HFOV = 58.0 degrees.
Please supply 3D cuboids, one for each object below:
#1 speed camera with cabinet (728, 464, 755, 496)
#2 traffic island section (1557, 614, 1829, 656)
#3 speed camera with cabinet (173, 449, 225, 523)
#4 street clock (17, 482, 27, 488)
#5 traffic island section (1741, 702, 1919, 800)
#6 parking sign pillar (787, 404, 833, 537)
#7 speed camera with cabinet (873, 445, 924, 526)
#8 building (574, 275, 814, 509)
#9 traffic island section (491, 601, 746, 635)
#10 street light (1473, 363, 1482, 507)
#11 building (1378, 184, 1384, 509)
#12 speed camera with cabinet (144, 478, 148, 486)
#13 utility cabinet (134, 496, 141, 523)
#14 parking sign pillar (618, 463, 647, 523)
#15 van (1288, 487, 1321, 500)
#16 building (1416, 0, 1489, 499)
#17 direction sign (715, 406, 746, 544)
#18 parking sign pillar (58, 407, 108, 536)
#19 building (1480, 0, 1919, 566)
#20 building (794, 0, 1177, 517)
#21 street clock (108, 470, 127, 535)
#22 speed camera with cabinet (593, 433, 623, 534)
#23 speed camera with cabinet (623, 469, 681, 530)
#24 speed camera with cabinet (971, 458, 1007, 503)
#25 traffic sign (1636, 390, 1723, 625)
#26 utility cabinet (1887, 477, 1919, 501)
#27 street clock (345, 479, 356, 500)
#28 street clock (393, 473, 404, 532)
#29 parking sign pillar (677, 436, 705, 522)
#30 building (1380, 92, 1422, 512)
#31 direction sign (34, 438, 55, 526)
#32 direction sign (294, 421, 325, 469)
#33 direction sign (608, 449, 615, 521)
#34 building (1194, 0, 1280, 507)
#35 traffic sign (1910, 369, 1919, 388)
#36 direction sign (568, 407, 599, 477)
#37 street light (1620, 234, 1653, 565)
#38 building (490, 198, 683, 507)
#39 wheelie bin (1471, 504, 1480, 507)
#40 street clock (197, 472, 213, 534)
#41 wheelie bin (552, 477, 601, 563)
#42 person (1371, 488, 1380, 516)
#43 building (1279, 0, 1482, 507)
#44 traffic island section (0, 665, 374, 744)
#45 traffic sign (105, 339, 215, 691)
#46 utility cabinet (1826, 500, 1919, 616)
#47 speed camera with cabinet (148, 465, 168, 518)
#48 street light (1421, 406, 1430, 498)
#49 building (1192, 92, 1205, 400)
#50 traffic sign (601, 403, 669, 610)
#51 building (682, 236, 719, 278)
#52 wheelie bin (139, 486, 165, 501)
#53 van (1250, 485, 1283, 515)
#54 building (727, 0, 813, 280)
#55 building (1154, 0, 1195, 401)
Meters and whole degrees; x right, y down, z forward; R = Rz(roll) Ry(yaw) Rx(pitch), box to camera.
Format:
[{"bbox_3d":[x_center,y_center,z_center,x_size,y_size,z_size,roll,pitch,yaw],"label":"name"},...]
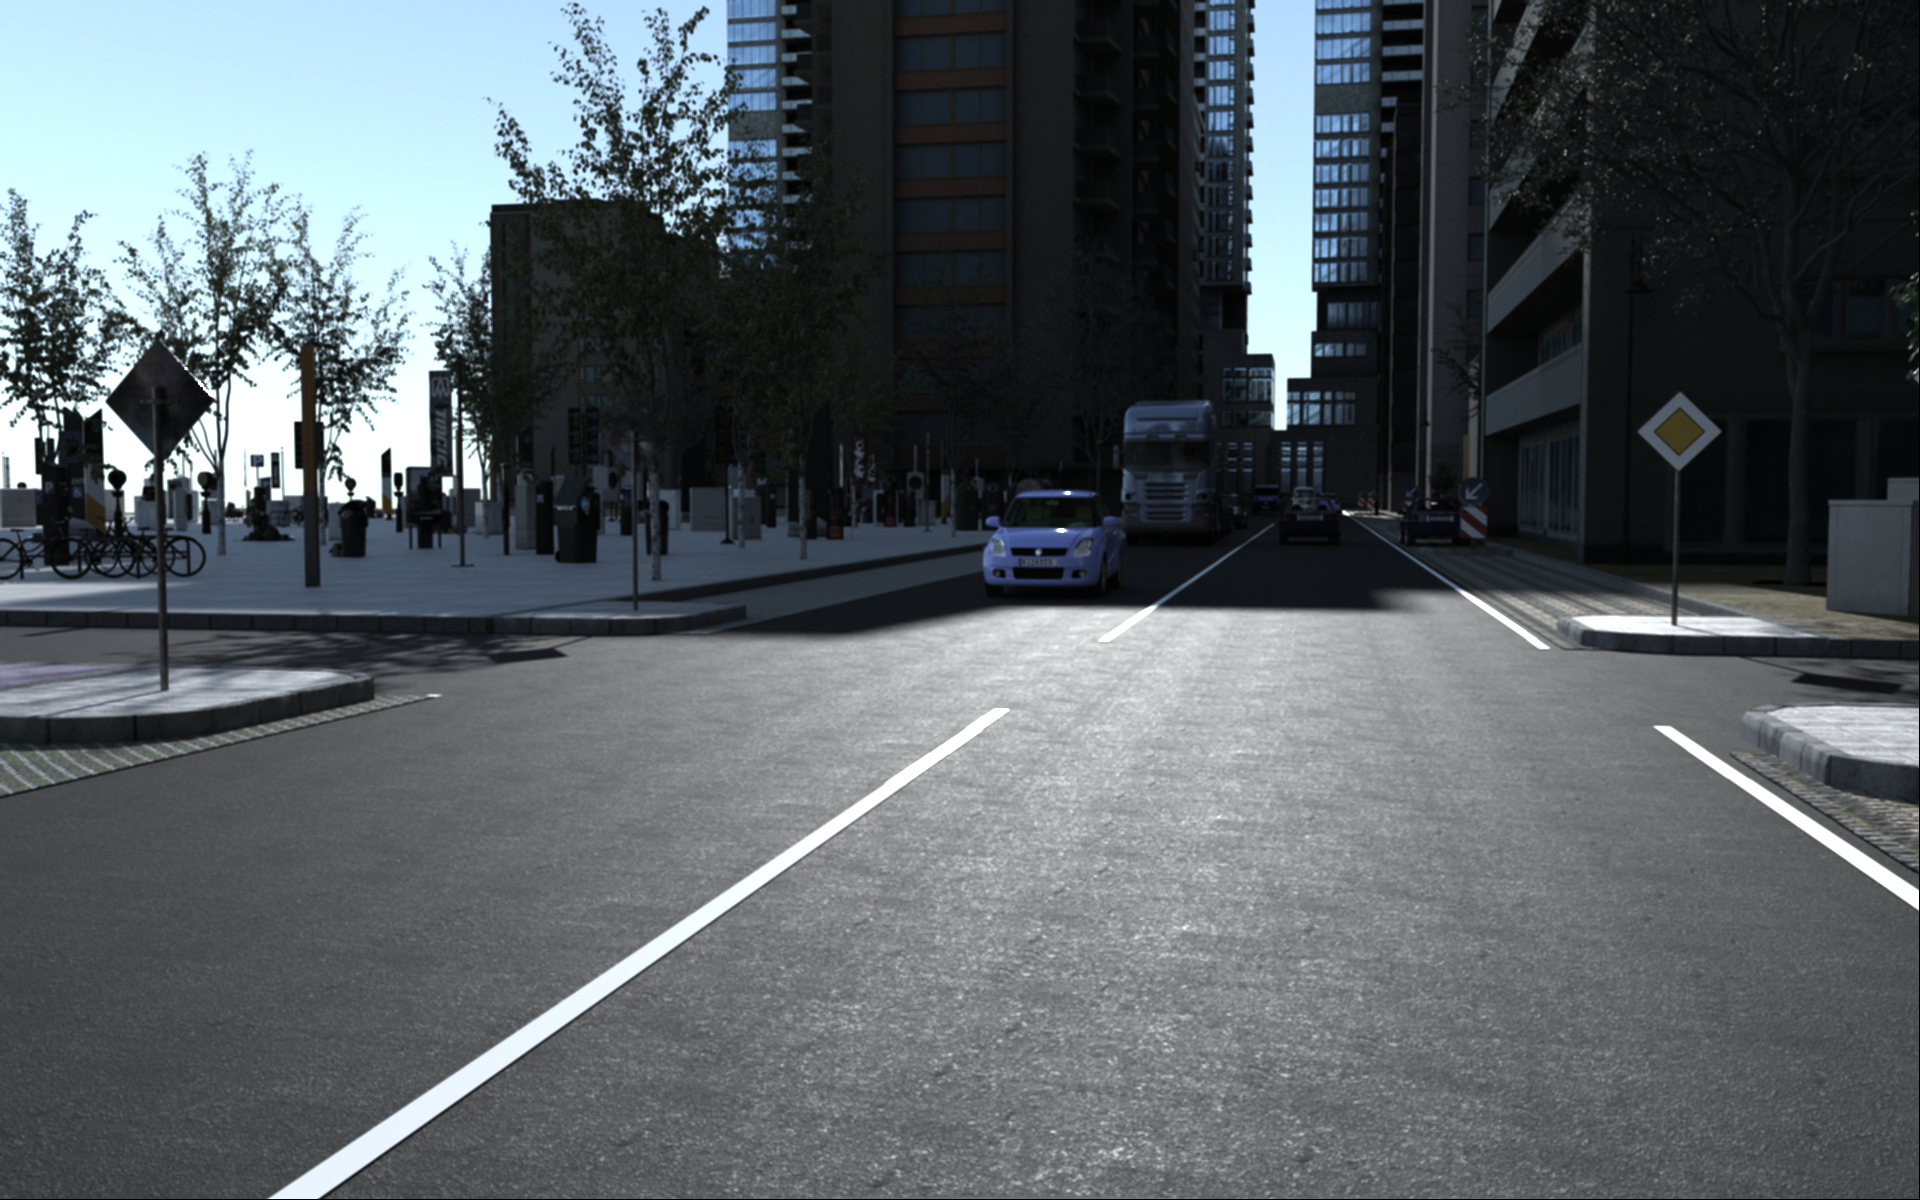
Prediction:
[{"bbox_3d":[-7.427,-3.938,58.730,0.660,3.252,2.038,-1,4,-19],"label":"speed camera with cabinet"},{"bbox_3d":[7.011,0.325,16.959,2.009,0.180,2.903,1,4,12],"label":"traffic island section"},{"bbox_3d":[-33.522,-5.011,76.267,2.038,3.252,0.660,-1,4,-14],"label":"speed camera with cabinet"},{"bbox_3d":[-56.660,-6.122,104.658,0.471,2.002,0.358,0,4,-6],"label":"street clock"},{"bbox_3d":[5.398,0.804,9.138,2.009,0.180,2.903,1,4,12],"label":"traffic island section"},{"bbox_3d":[-4.510,-3.902,52.263,1.447,3.967,1.447,1,4,13],"label":"parking sign pillar"},{"bbox_3d":[-2.479,-4.627,69.984,2.038,3.252,0.660,0,4,1],"label":"speed camera with cabinet"},{"bbox_3d":[-16.703,-19.396,162.165,28.899,21.520,27.650,1,4,12],"label":"building"},{"bbox_3d":[-3.607,0.192,19.146,2.009,0.180,2.903,1,4,12],"label":"traffic island section"},{"bbox_3d":[18.087,-5.356,60.358,0.468,5.910,1.993,1,4,12],"label":"street light"},{"bbox_3d":[41.796,-22.645,141.947,14.160,30.474,14.107,1,4,12],"label":"building"},{"bbox_3d":[-44.216,-6.225,96.115,0.660,3.252,2.038,2,4,28],"label":"speed camera with cabinet"},{"bbox_3d":[-35.693,-3.956,75.843,1.020,1.237,0.306,2,4,24],"label":"utility cabinet"},{"bbox_3d":[-14.464,-5.405,76.844,1.447,3.967,1.447,2,4,29],"label":"parking sign pillar"},{"bbox_3d":[20.780,-5.957,104.409,2.013,2.044,4.112,1,4,12],"label":"van"},{"bbox_3d":[38.663,-34.376,104.044,21.231,58.520,28.212,1,4,12],"label":"building"},{"bbox_3d":[-6.020,-3.224,44.706,0.379,3.537,0.876,2,4,32],"label":"direction sign"},{"bbox_3d":[-26.973,-3.956,53.159,1.447,3.967,1.447,1,4,13],"label":"parking sign pillar"},{"bbox_3d":[24.002,-25.367,38.447,21.300,48.544,21.600,1,4,12],"label":"building"},{"bbox_3d":[1.876,-27.779,108.805,22.147,44.769,28.867,1,4,12],"label":"building"},{"bbox_3d":[-25.521,-2.931,52.491,0.358,2.002,0.471,3,4,37],"label":"street clock"},{"bbox_3d":[-11.638,-3.728,55.296,0.660,3.252,2.038,1,4,16],"label":"speed camera with cabinet"},{"bbox_3d":[-11.129,-4.163,62.406,2.038,3.252,0.660,0,4,4],"label":"speed camera with cabinet"},{"bbox_3d":[1.637,-6.134,94.630,2.038,3.252,0.660,1,4,14],"label":"speed camera with cabinet"},{"bbox_3d":[6.986,-0.810,16.887,0.795,2.450,0.064,1,4,12],"label":"traffic sign"},{"bbox_3d":[12.839,-0.886,23.168,0.318,1.500,1.173,0,4,2],"label":"utility cabinet"},{"bbox_3d":[-28.074,-4.603,79.826,0.471,2.002,0.358,1,4,20],"label":"street clock"},{"bbox_3d":[-18.937,-3.295,58.448,0.358,2.002,0.471,-1,4,-9],"label":"street clock"},{"bbox_3d":[-12.355,-5.570,79.545,1.447,3.967,1.447,-3,5,-43],"label":"parking sign pillar"},{"bbox_3d":[38.699,-21.718,126.794,14.160,30.474,14.107,1,4,12],"label":"building"},{"bbox_3d":[-36.836,-4.758,69.786,0.379,3.537,0.876,2,4,24],"label":"direction sign"},{"bbox_3d":[-20.301,-3.799,54.109,0.876,3.537,0.379,-2,4,-29],"label":"direction sign"},{"bbox_3d":[-16.410,-5.472,81.468,0.379,3.537,0.876,0,4,-1],"label":"direction sign"},{"bbox_3d":[18.325,-53.416,186.030,31.000,86.520,22.319,1,4,12],"label":"building"},{"bbox_3d":[5.373,-0.332,9.066,0.795,2.450,0.064,1,4,12],"label":"traffic sign"},{"bbox_3d":[-9.869,-3.270,45.465,0.876,3.537,0.379,1,4,18],"label":"direction sign"},{"bbox_3d":[11.985,-3.563,31.035,0.468,5.910,1.993,1,4,12],"label":"street light"},{"bbox_3d":[-37.312,-24.563,173.312,14.107,30.474,14.160,1,4,12],"label":"building"},{"bbox_3d":[19.436,-3.458,64.450,0.980,1.594,0.693,3,5,40],"label":"wheelie bin"},{"bbox_3d":[-24.419,-3.150,56.080,0.471,2.002,0.358,2,4,25],"label":"street clock"},{"bbox_3d":[-7.189,-1.503,32.478,0.980,1.594,0.693,2,4,33],"label":"wheelie bin"},{"bbox_3d":[27.516,-6.483,114.515,0.705,1.823,1.348,0,4,-8],"label":"person"},{"bbox_3d":[48.702,-53.039,179.854,31.000,86.520,22.319,1,4,12],"label":"building"},{"bbox_3d":[-5.220,0.670,11.325,2.009,0.180,2.903,1,4,12],"label":"traffic island section"},{"bbox_3d":[-5.195,-0.466,11.258,0.795,2.450,0.064,1,4,12],"label":"traffic sign"},{"bbox_3d":[9.912,-0.462,18.708,0.306,1.237,1.020,-2,4,-25],"label":"utility cabinet"},{"bbox_3d":[-42.920,-6.108,94.195,2.038,3.252,0.660,1,4,15],"label":"speed camera with cabinet"},{"bbox_3d":[24.080,-7.151,89.703,0.468,5.910,1.993,1,4,12],"label":"street light"},{"bbox_3d":[9.204,-28.247,153.724,23.993,40.220,32.217,1,4,12],"label":"building"},{"bbox_3d":[-3.582,-0.944,19.079,0.795,2.450,0.064,1,4,12],"label":"traffic sign"},{"bbox_3d":[-35.723,-25.860,194.515,14.107,30.474,14.160,1,4,12],"label":"building"},{"bbox_3d":[-32.842,-3.828,70.490,0.980,1.594,0.693,-3,4,-36],"label":"wheelie bin"},{"bbox_3d":[21.384,-7.117,120.741,2.240,2.365,5.245,1,4,11],"label":"van"},{"bbox_3d":[-12.745,-53.816,192.568,31.000,86.520,22.319,1,4,12],"label":"building"},{"bbox_3d":[9.982,-29.317,129.443,14.600,45.320,14.200,1,4,12],"label":"building"}]
